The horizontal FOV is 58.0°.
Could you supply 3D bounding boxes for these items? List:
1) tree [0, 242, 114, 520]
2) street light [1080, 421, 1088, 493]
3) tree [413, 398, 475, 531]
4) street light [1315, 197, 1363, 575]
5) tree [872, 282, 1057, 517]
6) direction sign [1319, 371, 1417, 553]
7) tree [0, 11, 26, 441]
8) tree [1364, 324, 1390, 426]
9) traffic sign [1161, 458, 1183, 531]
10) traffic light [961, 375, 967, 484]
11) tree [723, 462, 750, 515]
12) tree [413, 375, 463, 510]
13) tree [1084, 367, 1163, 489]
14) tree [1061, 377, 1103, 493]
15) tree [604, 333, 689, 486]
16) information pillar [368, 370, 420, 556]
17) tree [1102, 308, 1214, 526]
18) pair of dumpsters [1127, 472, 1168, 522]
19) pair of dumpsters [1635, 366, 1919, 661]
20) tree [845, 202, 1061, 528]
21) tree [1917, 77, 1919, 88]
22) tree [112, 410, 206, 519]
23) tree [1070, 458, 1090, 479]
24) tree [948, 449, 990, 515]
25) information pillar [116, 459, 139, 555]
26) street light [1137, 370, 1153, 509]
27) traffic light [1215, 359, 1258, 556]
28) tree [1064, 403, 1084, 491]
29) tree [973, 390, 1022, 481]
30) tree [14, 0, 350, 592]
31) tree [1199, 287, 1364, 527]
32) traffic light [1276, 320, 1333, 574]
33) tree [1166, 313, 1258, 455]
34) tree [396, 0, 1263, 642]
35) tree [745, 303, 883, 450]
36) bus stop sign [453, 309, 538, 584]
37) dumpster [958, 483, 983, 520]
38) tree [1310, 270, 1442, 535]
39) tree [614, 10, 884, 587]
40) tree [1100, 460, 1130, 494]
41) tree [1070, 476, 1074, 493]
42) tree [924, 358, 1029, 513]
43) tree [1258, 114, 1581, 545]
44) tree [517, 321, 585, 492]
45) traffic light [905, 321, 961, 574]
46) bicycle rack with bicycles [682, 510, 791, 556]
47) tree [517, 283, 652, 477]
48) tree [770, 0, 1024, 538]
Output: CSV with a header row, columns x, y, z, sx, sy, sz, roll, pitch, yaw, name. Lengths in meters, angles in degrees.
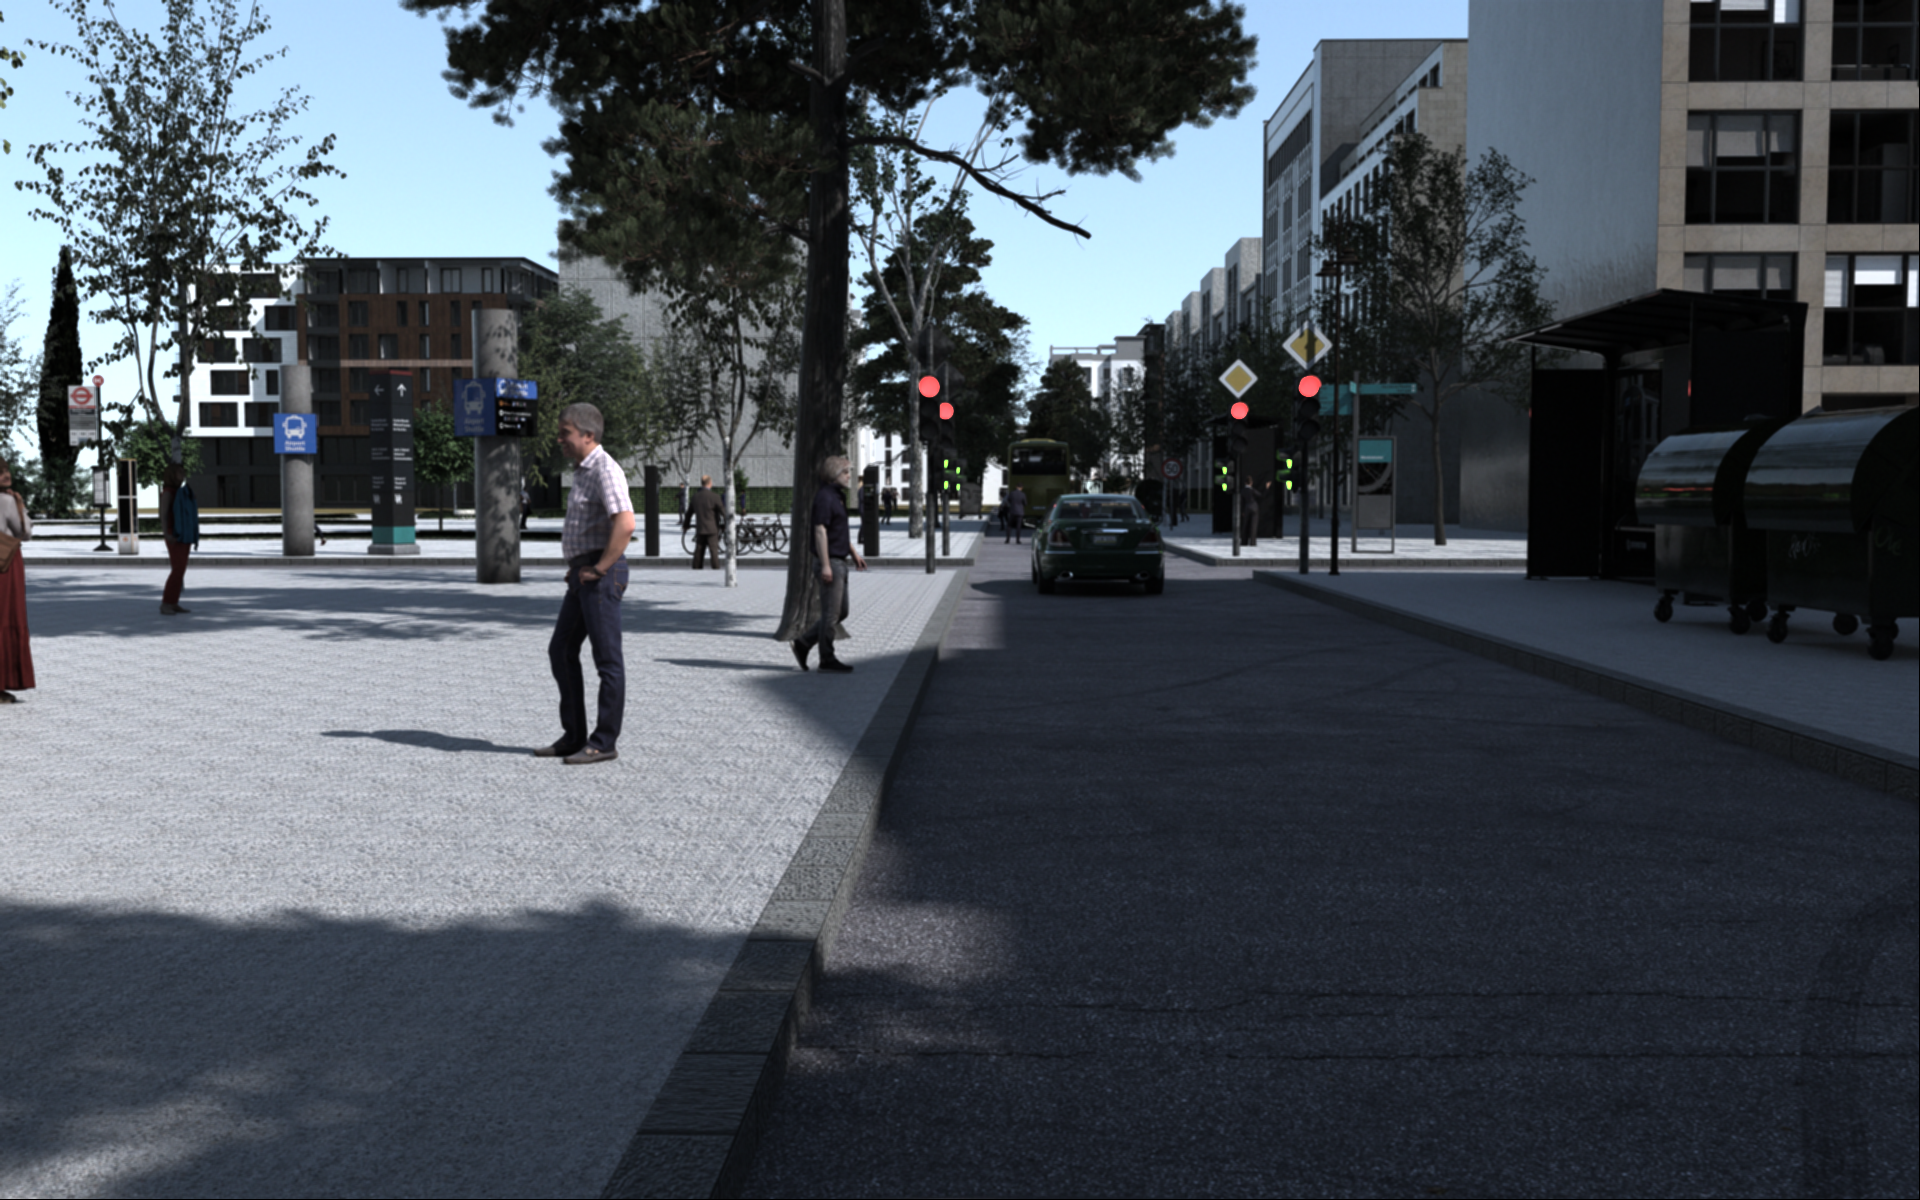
x,y,z,sx,sy,sz,roll,pitch,yaw,name
-52.036,-11.496,89.782,18.604,14.587,13.155,0,4,0,tree
7.770,-8.345,109.228,0.468,5.910,1.993,0,4,1,street light
-17.859,-4.627,59.359,4.285,4.588,4.351,0,3,0,tree
5.938,-3.335,27.309,0.468,5.910,1.993,0,4,1,street light
0.117,-11.307,95.233,12.009,13.543,11.850,0,3,0,tree
8.402,-2.955,37.072,2.525,3.948,1.411,1,4,19,direction sign
-9.659,-3.906,14.225,4.737,8.622,4.395,0,3,0,tree
14.716,-7.152,67.291,4.737,8.622,4.395,0,3,0,tree
7.446,-3.718,60.899,0.768,2.556,0.104,1,4,9,traffic sign
-0.274,-2.847,35.790,0.839,4.213,0.868,0,4,1,traffic light
-13.664,-6.811,105.961,1.663,3.219,1.824,0,3,0,tree
-30.937,-9.464,105.104,4.360,8.622,3.978,0,3,0,tree
9.850,-9.110,99.314,4.737,8.622,4.395,0,3,0,tree
8.277,-9.462,105.069,4.360,8.622,3.978,0,3,0,tree
-14.421,-7.920,79.847,4.737,8.622,4.395,0,3,0,tree
-11.970,-2.883,36.517,0.750,3.857,0.750,2,4,27,information pillar
8.095,-7.249,68.883,4.360,8.622,3.978,0,3,0,tree
8.595,-4.706,79.444,1.574,2.255,4.436,0,4,1,pair of dumpsters
7.548,-0.782,15.287,1.574,2.255,4.436,0,4,1,pair of dumpsters
-0.966,-8.747,65.063,6.751,12.117,7.091,0,3,0,tree
12.688,-4.205,19.120,4.737,8.622,4.395,0,3,0,tree
-30.185,-4.974,65.042,4.285,4.588,4.351,0,3,0,tree
9.819,-15.483,175.200,6.751,12.117,7.091,0,3,0,tree
0.076,-7.443,105.410,4.285,4.588,4.351,0,3,0,tree
-17.494,-1.951,36.391,0.304,2.012,0.304,0,4,-3,information pillar
6.918,-5.628,64.799,0.468,5.910,1.993,0,4,1,street light
5.686,-2.839,35.667,0.839,4.213,0.868,0,4,1,traffic light
9.675,-11.134,132.402,4.737,8.622,4.395,0,3,0,tree
1.136,-12.165,133.315,8.767,10.594,7.601,1,4,20,tree
-10.292,-4.428,22.762,4.360,8.622,3.978,0,3,0,tree
10.963,-6.816,61.804,4.737,8.622,4.395,0,3,0,tree
5.500,-2.351,27.684,0.839,4.213,0.868,0,4,1,traffic light
13.939,-9.461,89.096,7.601,10.594,8.767,2,4,24,tree
-1.092,-6.570,14.847,7.806,13.903,7.818,0,3,0,tree
-6.516,-8.853,79.165,8.767,10.594,7.601,2,4,32,tree
-6.679,-2.198,24.960,0.837,3.901,0.837,2,4,30,bus stop sign
0.523,-5.009,87.648,1.264,1.857,1.865,0,4,1,dumpster
13.178,-6.372,54.546,4.360,8.622,3.978,0,3,0,tree
-3.120,-4.472,23.474,4.360,8.622,3.978,0,3,0,tree
8.432,-6.163,95.370,1.663,3.219,1.824,0,3,0,tree
9.165,-9.422,148.653,1.663,3.219,1.824,0,3,0,tree
0.947,-11.869,119.816,9.928,11.665,9.643,0,3,0,tree
11.702,-6.650,43.138,7.601,10.594,8.767,1,4,14,tree
-18.131,-7.479,72.645,4.737,8.622,4.395,0,3,0,tree
-0.460,-2.359,27.807,0.839,4.213,0.868,0,4,1,traffic light
-4.557,-1.446,37.018,2.925,0.926,2.852,-2,4,-31,bicycle rack with bicycles
-22.668,-12.066,103.936,9.857,13.997,8.962,0,3,0,tree
-2.744,-11.866,49.903,12.611,20.169,13.585,0,3,0,tree
